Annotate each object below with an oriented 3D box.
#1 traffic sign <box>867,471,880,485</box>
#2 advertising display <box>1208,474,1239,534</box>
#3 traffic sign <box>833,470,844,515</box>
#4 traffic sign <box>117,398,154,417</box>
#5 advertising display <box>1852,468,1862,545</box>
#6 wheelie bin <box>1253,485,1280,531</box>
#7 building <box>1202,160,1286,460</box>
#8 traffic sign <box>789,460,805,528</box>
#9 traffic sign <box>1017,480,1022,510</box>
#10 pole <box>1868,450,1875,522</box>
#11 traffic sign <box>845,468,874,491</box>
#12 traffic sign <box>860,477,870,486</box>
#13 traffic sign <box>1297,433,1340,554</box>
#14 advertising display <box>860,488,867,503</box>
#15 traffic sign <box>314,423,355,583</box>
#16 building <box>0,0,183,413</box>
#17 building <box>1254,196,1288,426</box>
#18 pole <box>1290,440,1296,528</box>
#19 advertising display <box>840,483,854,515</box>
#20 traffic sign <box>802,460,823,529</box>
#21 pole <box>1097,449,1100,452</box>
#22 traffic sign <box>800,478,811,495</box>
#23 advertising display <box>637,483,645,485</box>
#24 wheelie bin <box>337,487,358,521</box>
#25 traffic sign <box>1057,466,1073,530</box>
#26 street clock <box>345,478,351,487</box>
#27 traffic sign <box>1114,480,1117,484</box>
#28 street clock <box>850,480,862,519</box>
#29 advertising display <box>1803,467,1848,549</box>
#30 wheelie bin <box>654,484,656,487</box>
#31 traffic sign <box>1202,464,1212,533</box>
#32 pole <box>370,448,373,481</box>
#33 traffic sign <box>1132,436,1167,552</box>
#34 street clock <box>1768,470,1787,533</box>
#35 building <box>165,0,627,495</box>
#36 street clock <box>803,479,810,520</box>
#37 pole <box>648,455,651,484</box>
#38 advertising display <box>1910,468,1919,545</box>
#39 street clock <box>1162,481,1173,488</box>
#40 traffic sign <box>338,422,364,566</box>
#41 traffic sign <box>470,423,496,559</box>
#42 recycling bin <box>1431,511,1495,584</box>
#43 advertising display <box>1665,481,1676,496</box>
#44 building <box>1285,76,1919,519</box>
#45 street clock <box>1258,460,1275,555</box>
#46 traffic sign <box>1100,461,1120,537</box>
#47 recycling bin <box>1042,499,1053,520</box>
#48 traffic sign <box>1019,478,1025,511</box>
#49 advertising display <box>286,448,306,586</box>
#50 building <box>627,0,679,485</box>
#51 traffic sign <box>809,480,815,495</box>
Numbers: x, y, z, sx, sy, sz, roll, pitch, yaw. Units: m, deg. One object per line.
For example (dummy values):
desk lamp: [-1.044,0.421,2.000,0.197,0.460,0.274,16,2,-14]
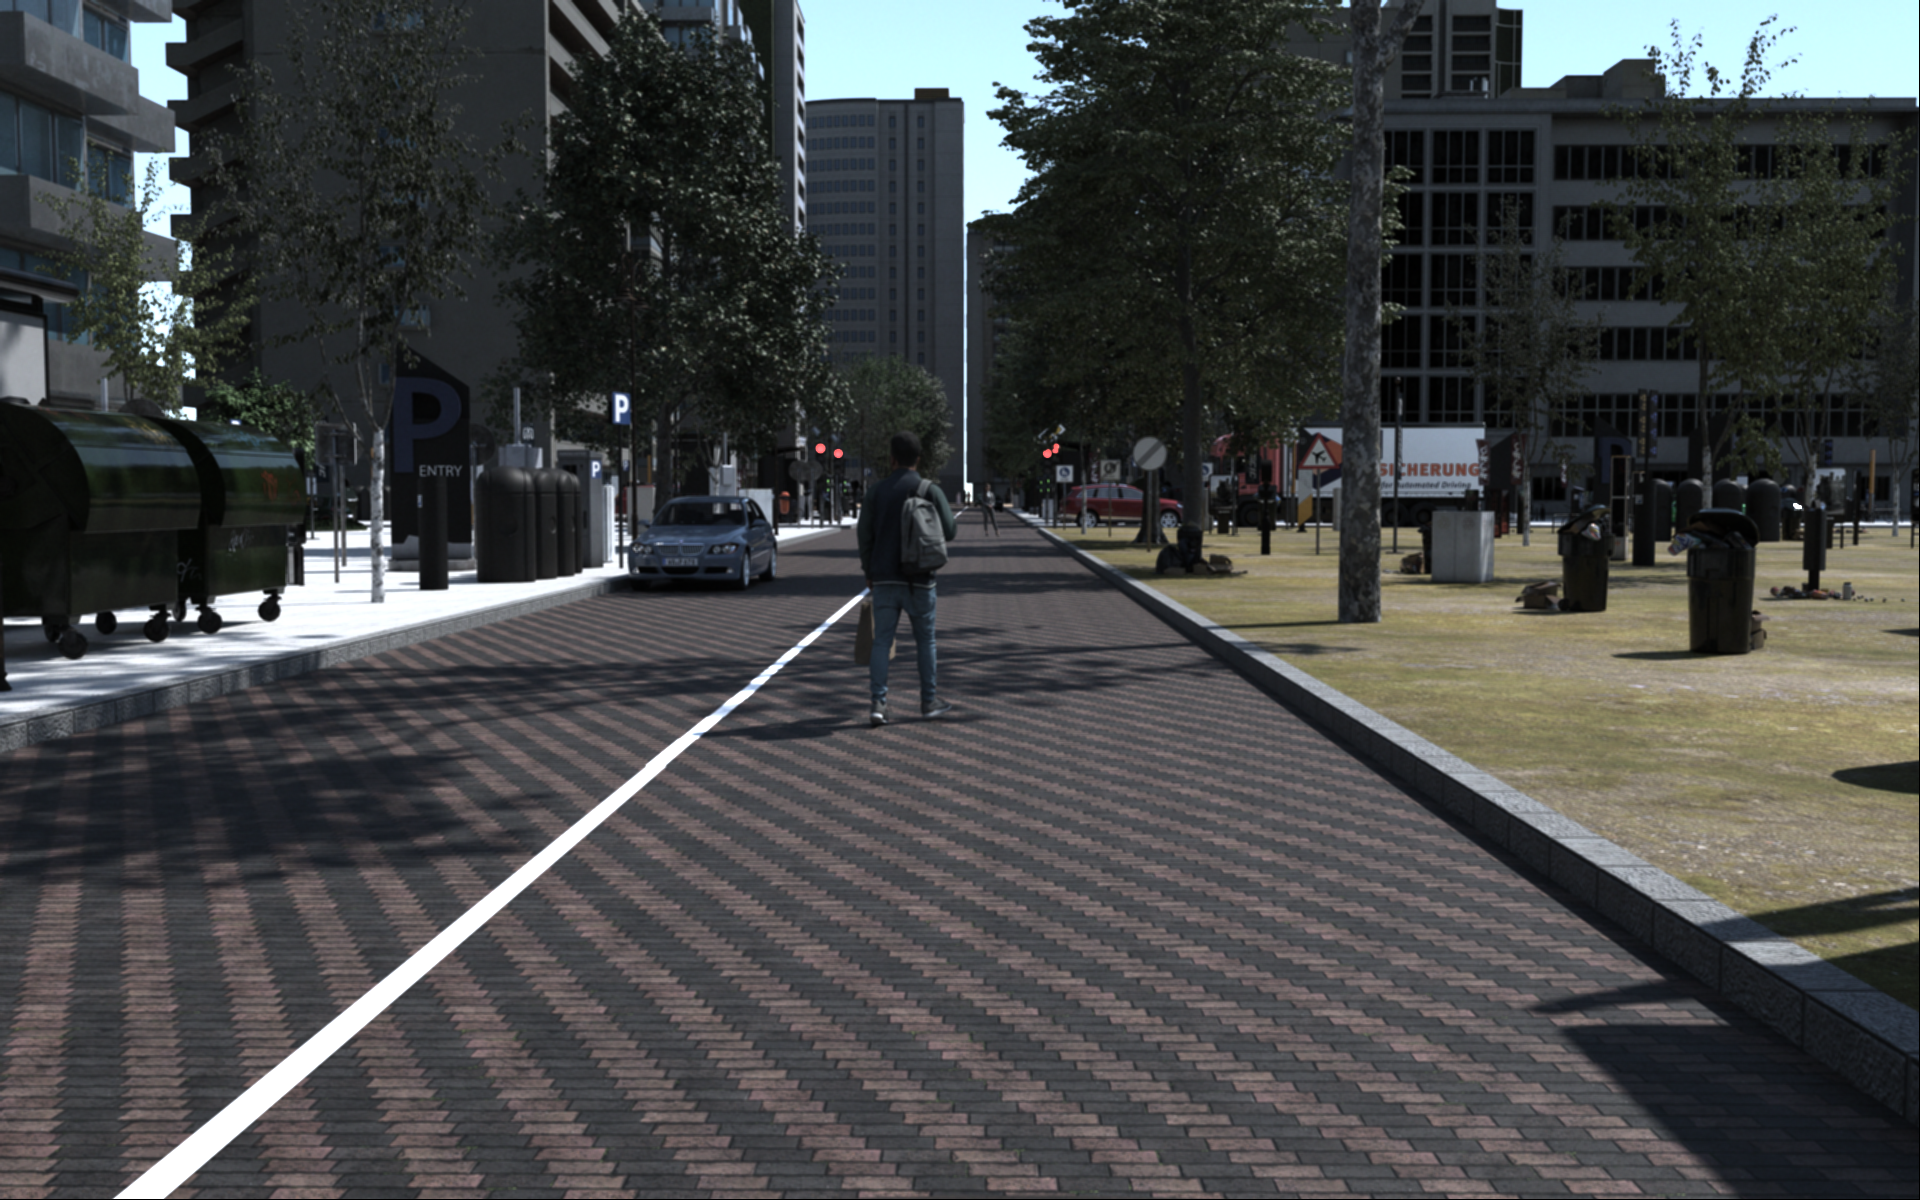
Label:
traffic sign: [-4.906,-6.063,99.137,0.884,2.594,0.081,1,4,10]
advertising display: [8.482,-3.091,55.752,0.974,1.923,0.123,0,4,-4]
traffic sign: [-6.351,-5.444,89.109,0.768,2.556,0.104,0,4,5]
traffic sign: [-10.890,-1.402,23.031,0.768,2.556,0.104,0,4,7]
advertising display: [22.627,-2.355,43.717,0.123,1.923,0.974,2,4,23]
wheelie bin: [10.730,-3.223,60.599,0.980,1.594,0.693,1,4,16]
building: [26.278,-21.292,135.518,14.401,28.519,23.554,0,4,1]
traffic sign: [-6.023,-3.953,64.739,0.768,2.556,0.104,0,4,5]
traffic sign: [5.057,-8.640,141.363,0.768,2.556,0.104,0,4,4]
pole: [41.907,-5.245,79.605,0.158,3.312,0.155,0,3,0]
traffic sign: [-7.788,-8.544,133.570,2.265,3.308,0.079,0,4,2]
traffic sign: [-7.000,-7.815,127.880,0.768,2.556,0.104,0,4,3]
traffic sign: [7.595,-2.245,36.709,0.884,2.594,0.081,1,4,9]
advertising display: [-6.982,-7.620,129.793,0.974,1.923,0.123,0,4,-1]
traffic sign: [-9.016,-1.399,25.004,0.606,2.300,0.079,0,4,6]
building: [-35.364,-25.528,36.990,30.456,49.044,23.786,0,4,1]
building: [25.285,-16.524,111.971,13.314,21.916,24.055,0,4,1]
pole: [12.549,-4.368,65.255,0.158,3.312,0.155,0,3,0]
advertising display: [-6.488,-5.717,98.683,0.974,1.923,0.123,1,4,14]
traffic sign: [-5.484,-3.925,64.278,0.768,2.556,0.104,0,4,6]
pole: [6.168,-5.137,77.832,0.158,3.312,0.155,0,3,0]
traffic sign: [-8.670,-5.886,96.335,0.768,2.556,0.104,0,4,7]
advertising display: [-18.651,-5.867,101.132,0.974,1.923,0.123,3,4,37]
wheelie bin: [-26.732,-4.133,75.480,0.693,1.594,0.980,2,4,29]
traffic sign: [3.719,-3.642,61.680,0.606,2.300,0.079,0,4,1]
street clock: [-28.465,-4.631,80.280,0.471,2.002,0.358,1,4,15]
traffic sign: [9.323,-6.547,107.154,0.768,2.556,0.104,1,4,10]
street clock: [-5.504,-5.264,90.639,0.358,2.002,0.471,3,4,37]
advertising display: [20.356,-2.174,40.760,0.974,1.923,0.123,0,4,-2]
wheelie bin: [-9.569,-2.880,54.995,0.693,1.594,0.980,-2,4,-30]
traffic sign: [7.983,-3.346,56.837,0.606,2.300,0.079,1,4,10]
pole: [-25.868,-5.049,76.395,0.158,3.312,0.155,0,3,0]
traffic sign: [4.182,-2.332,38.240,0.768,2.556,0.104,1,4,9]
street clock: [24.121,-2.850,51.160,0.471,2.002,0.358,-1,4,-9]
building: [-31.770,-29.092,99.357,21.300,48.544,21.600,0,4,1]
street clock: [-7.513,-4.904,84.757,0.358,2.002,0.471,0,4,-2]
pole: [-16.260,-5.923,90.687,0.158,3.312,0.155,0,3,0]
advertising display: [24.330,-2.332,43.334,0.974,1.923,0.123,1,4,14]
street clock: [11.646,-5.695,97.677,0.471,2.002,0.358,-2,4,-27]
traffic sign: [-10.927,-1.868,30.652,0.768,2.556,0.104,0,4,5]
traffic sign: [-8.748,-1.905,31.246,0.768,2.556,0.104,0,4,1]
recycling bin: [7.333,-0.777,25.254,0.722,1.027,0.722,2,4,33]
advertising display: [34.031,-4.784,83.426,0.123,1.923,0.974,-1,4,-23]
building: [33.555,-16.709,92.262,30.058,24.678,14.314,0,4,1]
street clock: [6.479,-1.963,36.661,0.358,2.002,0.471,1,4,8]
traffic sign: [4.493,-3.043,51.875,0.606,2.300,0.079,1,4,9]
recycling bin: [4.432,-4.460,85.471,0.722,1.027,0.722,0,4,-3]
traffic sign: [4.816,-7.878,128.814,0.884,2.594,0.081,0,4,8]
advertising display: [-9.428,-1.180,24.514,0.123,1.923,0.974,-2,4,-33]
building: [-34.704,-26.871,131.227,32.217,40.220,23.993,0,4,1]
traffic sign: [-8.542,-5.906,98.684,0.606,2.300,0.079,0,4,2]
